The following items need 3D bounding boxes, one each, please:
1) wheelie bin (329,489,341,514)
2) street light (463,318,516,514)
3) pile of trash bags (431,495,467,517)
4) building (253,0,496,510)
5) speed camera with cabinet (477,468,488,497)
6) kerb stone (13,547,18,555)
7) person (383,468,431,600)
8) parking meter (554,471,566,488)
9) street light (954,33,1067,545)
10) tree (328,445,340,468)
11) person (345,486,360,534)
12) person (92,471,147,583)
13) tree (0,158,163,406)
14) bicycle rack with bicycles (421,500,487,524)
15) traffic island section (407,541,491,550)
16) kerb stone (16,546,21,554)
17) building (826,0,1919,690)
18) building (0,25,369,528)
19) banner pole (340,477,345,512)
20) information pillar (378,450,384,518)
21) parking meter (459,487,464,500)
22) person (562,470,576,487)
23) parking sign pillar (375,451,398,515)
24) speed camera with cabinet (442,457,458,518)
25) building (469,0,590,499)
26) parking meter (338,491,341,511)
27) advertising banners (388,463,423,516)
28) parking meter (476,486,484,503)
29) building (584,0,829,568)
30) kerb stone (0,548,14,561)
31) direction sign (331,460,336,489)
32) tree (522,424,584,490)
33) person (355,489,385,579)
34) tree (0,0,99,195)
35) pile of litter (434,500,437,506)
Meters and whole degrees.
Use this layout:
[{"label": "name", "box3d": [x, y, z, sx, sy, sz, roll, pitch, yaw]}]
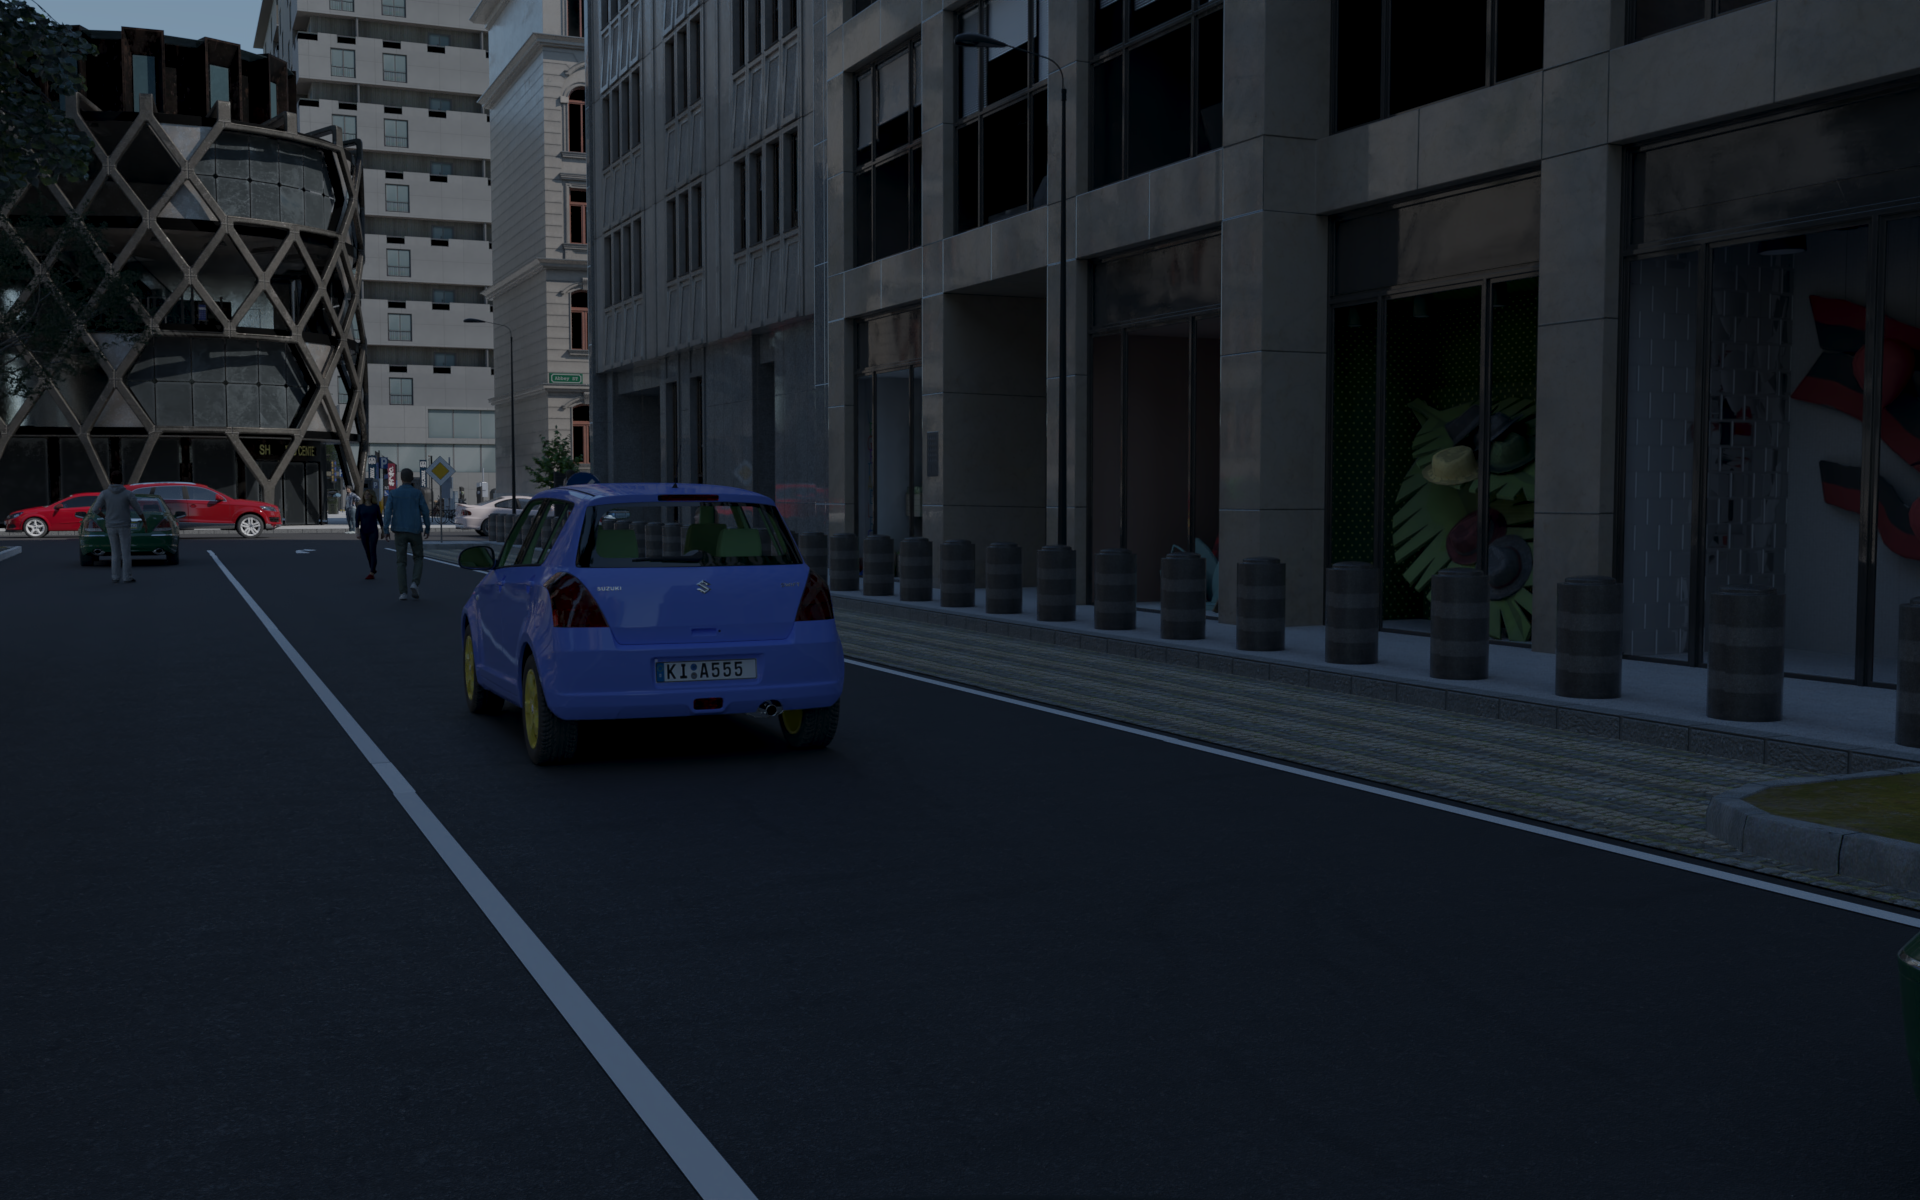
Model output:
[{"label": "wheelie bin", "box3d": [-39.696, -6.224, 109.668, 0.980, 1.594, 0.693, -1, 4, -12]}, {"label": "street light", "box3d": [-12.455, -4.500, 46.112, 1.470, 5.913, 1.316, -2, 4, -25]}, {"label": "pile of trash bags", "box3d": [-29.368, -5.364, 97.452, 3.447, 1.369, 1.912, -1, 4, -15]}, {"label": "building", "box3d": [-58.046, -36.324, 183.140, 28.713, 52.752, 27.495, -2, 4, -25]}, {"label": "speed camera with cabinet", "box3d": [-35.904, -8.447, 132.449, 2.038, 3.252, 0.660, -3, 5, -42]}, {"label": "kerb stone", "box3d": [-22.017, -1.094, 40.159, 0.120, 0.150, 1.000, -2, 4, -25]}, {"label": "person", "box3d": [-7.479, -0.893, 23.441, 0.601, 1.785, 0.444, -1, 4, -15]}, {"label": "parking meter", "box3d": [-10.286, -2.391, 44.800, 0.399, 1.863, 0.255, -1, 4, -22]}, {"label": "street light", "box3d": [0.580, -2.771, 17.844, 1.470, 5.913, 1.316, -2, 4, -25]}, {"label": "tree", "box3d": [-49.561, -11.985, 130.362, 7.601, 10.594, 8.767, -1, 4, -14]}, {"label": "person", "box3d": [-22.102, -3.281, 62.863, 0.376, 1.734, 0.841, -3, 5, -42]}, {"label": "person", "box3d": [-13.537, -1.183, 27.991, 0.875, 1.805, 0.789, -1, 4, -14]}, {"label": "tree", "box3d": [-21.732, -6.138, 37.234, 8.767, 10.594, 7.601, -2, 4, -25]}, {"label": "bicycle rack with bicycles", "box3d": [-21.717, -3.761, 74.880, 2.925, 0.926, 2.852, 1, 4, 21]}, {"label": "traffic island section", "box3d": [-13.653, -1.431, 45.684, 2.009, 0.180, 2.903, -2, 4, -25]}, {"label": "kerb stone", "box3d": [-22.447, -1.147, 41.089, 0.120, 0.150, 1.000, -2, 4, -25]}, {"label": "building", "box3d": [13.754, -12.877, 15.061, 19.350, 26.468, 34.151, -2, 4, -25]}, {"label": "building", "box3d": [-33.303, -12.445, 70.931, 16.811, 18.784, 16.820, -2, 4, -25]}, {"label": "banner pole", "box3d": [-45.250, -8.379, 127.008, 0.401, 3.779, 0.863, -3, 5, -39]}, {"label": "information pillar", "box3d": [-30.995, -6.201, 92.739, 0.183, 3.616, 0.504, 0, 4, 2]}, {"label": "parking meter", "box3d": [-38.531, -7.845, 133.980, 0.255, 1.863, 0.399, -3, 5, -45]}, {"label": "person", "box3d": [-7.477, -1.565, 33.455, 0.474, 1.900, 0.648, 2, 4, 26]}, {"label": "parking sign pillar", "box3d": [-35.526, -7.262, 107.210, 1.447, 3.967, 1.447, -1, 4, -9]}, {"label": "speed camera with cabinet", "box3d": [-27.596, -6.066, 93.508, 0.660, 3.252, 2.038, 0, 4, -5]}, {"label": "building", "box3d": [-9.327, -17.907, 80.172, 23.554, 28.519, 14.401, -2, 4, -25]}, {"label": "parking meter", "box3d": [-46.827, -7.457, 130.331, 0.372, 1.533, 0.369, 0, 3, 0]}, {"label": "advertising banners", "box3d": [-31.632, -6.269, 98.678, 2.074, 3.025, 0.090, -2, 4, -35]}, {"label": "parking meter", "box3d": [-37.084, -7.856, 134.158, 0.399, 1.863, 0.255, 0, 4, -3]}, {"label": "building", "box3d": [-0.312, -13.533, 39.289, 12.078, 24.808, 19.932, -2, 4, -25]}, {"label": "kerb stone", "box3d": [-21.588, -1.042, 39.224, 0.120, 0.150, 1.000, -2, 4, -25]}, {"label": "direction sign", "box3d": [-41.577, -7.525, 115.035, 0.379, 3.537, 0.876, 0, 4, 0]}, {"label": "tree", "box3d": [-11.201, -3.249, 47.715, 1.663, 3.219, 1.824, 0, 3, 0]}, {"label": "person", "box3d": [-9.979, -1.115, 29.264, 0.480, 1.512, 0.613, -2, 4, -27]}, {"label": "tree", "box3d": [-10.401, -6.306, 12.208, 9.857, 13.997, 8.962, 0, 3, 0]}, {"label": "pile of litter", "box3d": [-36.840, -6.578, 121.507, 1.719, 0.858, 1.176, 0, 4, 3]}]
